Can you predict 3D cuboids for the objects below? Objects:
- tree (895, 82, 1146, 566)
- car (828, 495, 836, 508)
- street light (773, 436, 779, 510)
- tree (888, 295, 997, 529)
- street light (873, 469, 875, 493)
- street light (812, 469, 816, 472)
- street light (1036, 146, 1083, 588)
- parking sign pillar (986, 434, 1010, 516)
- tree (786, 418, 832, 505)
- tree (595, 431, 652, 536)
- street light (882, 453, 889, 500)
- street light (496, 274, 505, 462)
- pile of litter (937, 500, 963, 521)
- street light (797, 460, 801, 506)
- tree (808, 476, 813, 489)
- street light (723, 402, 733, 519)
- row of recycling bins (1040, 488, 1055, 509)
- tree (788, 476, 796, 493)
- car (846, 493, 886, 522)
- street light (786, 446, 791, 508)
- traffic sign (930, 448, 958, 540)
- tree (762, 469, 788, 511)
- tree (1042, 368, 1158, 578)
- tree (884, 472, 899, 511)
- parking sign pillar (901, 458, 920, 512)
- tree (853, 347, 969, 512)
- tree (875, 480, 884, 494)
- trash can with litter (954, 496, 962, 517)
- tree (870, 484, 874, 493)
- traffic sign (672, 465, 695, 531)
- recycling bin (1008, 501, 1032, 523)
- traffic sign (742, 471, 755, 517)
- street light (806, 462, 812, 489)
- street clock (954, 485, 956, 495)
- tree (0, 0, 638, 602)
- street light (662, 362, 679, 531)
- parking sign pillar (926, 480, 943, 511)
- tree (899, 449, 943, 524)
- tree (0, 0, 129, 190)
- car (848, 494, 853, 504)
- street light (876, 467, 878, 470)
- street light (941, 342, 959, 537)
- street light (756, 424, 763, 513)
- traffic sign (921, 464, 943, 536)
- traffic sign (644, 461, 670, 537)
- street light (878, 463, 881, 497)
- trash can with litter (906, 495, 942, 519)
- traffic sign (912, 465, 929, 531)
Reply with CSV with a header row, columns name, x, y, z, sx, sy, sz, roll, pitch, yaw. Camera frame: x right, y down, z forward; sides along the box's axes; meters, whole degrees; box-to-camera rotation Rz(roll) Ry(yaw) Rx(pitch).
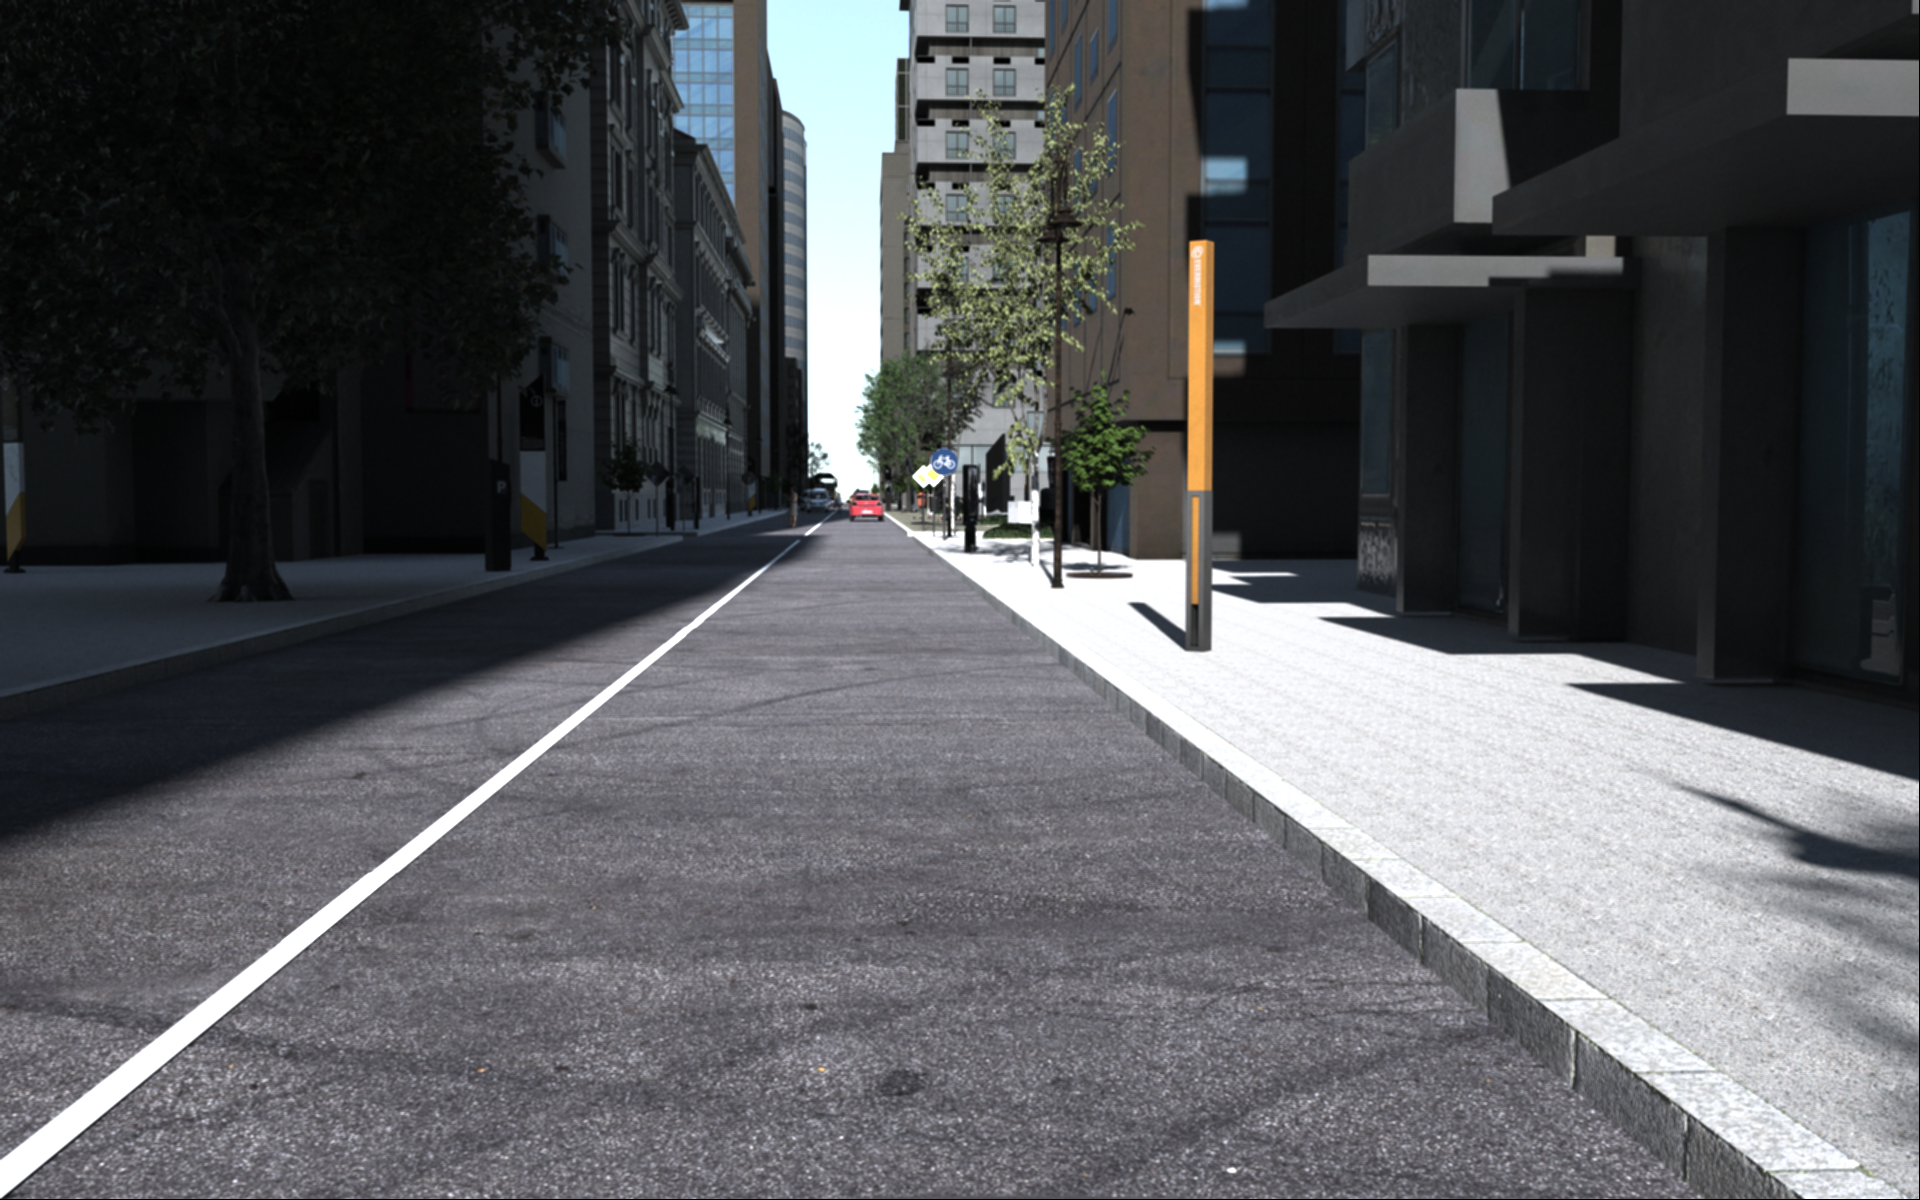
name,x,y,z,sx,sy,sz,roll,pitch,yaw
tree,1.097,-4.902,30.511,4.737,8.622,4.395,0,3,0
car,-13.730,-10.221,179.685,1.945,1.354,3.894,0,4,-4
street light,-14.593,-10.060,137.269,0.468,5.910,1.993,0,4,-3
tree,-0.385,-6.966,64.263,4.360,8.622,3.978,0,3,0
street light,-11.535,-16.401,240.938,0.468,5.910,1.993,0,4,-3
street light,-21.080,-16.726,246.250,0.468,5.910,1.993,0,4,-3
street light,1.336,-3.103,23.524,0.468,5.910,1.993,0,4,-3
parking sign pillar,1.706,-5.463,77.786,1.447,3.967,1.447,-2,4,-35
tree,-19.825,-16.993,212.251,8.767,10.594,7.601,-1,4,-11
tree,-10.183,-3.585,53.217,1.663,3.219,1.824,0,3,0
street light,-6.645,-11.316,157.806,0.468,5.910,1.993,0,4,-3
street light,-8.203,-3.549,30.815,0.468,5.910,1.993,0,4,-3
pile of litter,-0.484,-4.174,82.206,1.176,0.858,1.719,-3,4,-37
street light,-17.711,-13.328,190.695,0.468,5.910,1.993,0,4,-3
tree,-24.766,-18.904,292.794,4.285,4.588,4.351,0,3,0
street light,-11.691,-7.003,87.289,0.468,5.910,1.993,0,4,-3
row of recycling bins,6.221,-6.720,116.982,1.069,1.692,3.534,1,4,17
tree,-16.684,-10.517,166.561,1.663,3.219,1.824,0,3,0
car,-4.972,-5.067,91.887,2.155,1.783,4.494,0,4,-4
street light,-16.188,-11.693,163.963,0.468,5.910,1.993,0,4,-3
traffic sign,-0.438,-2.933,48.056,0.768,2.556,0.104,0,3,0
tree,-14.500,-8.520,133.907,1.663,3.219,1.824,0,3,0
tree,2.178,-1.957,26.597,1.663,3.219,1.824,0,3,0
tree,-4.334,-8.352,131.158,1.663,3.219,1.824,0,3,0
parking sign pillar,-3.641,-8.495,127.361,1.447,3.967,1.447,0,4,6
tree,-3.441,-11.954,121.198,9.928,11.665,9.643,0,3,0
tree,-7.473,-11.466,182.077,1.663,3.219,1.824,0,3,0
trash can with litter,-0.308,-5.329,98.521,0.624,1.170,1.055,1,4,22
tree,-14.018,-17.833,286.168,1.663,3.219,1.824,0,3,0
traffic sign,-9.551,-3.440,59.880,0.795,2.450,0.064,0,4,-3
recycling bin,2.168,-2.968,61.088,0.722,1.027,0.722,-3,4,-36
traffic sign,-11.869,-5.938,97.190,0.768,2.556,0.104,0,4,0
street light,-19.397,-15.093,219.561,0.468,5.910,1.993,0,4,-3
street clock,-0.469,-7.816,132.364,0.358,2.002,0.471,0,4,-6
tree,-8.671,-6.345,20.747,9.611,12.733,9.660,0,3,0
street light,-10.087,-5.370,60.595,0.468,5.910,1.993,0,4,-3
parking sign pillar,-1.878,-8.893,133.874,1.447,3.967,1.447,0,4,2
tree,-1.578,-4.869,74.209,1.663,3.219,1.824,0,3,0
tree,-8.031,-3.770,11.999,4.360,8.622,3.978,0,3,0
car,-14.442,-14.002,239.157,2.015,1.641,3.980,0,4,-4
street light,-9.853,-14.596,211.424,0.468,5.910,1.993,0,4,-3
street light,-0.318,-4.823,51.640,0.468,5.910,1.993,0,4,-3
street light,-13.229,-8.656,114.315,0.468,5.910,1.993,0,4,-3
traffic sign,-0.796,-2.981,52.379,0.795,2.450,0.064,0,4,-3
traffic sign,-9.077,-2.952,51.909,0.795,2.450,0.064,0,4,-3
street light,-8.230,-12.963,184.731,0.468,5.910,1.993,0,4,-3
trash can with litter,-1.717,-4.792,89.406,2.233,1.210,1.678,-1,4,-9
traffic sign,-1.270,-3.468,60.350,0.795,2.450,0.064,0,4,-3
